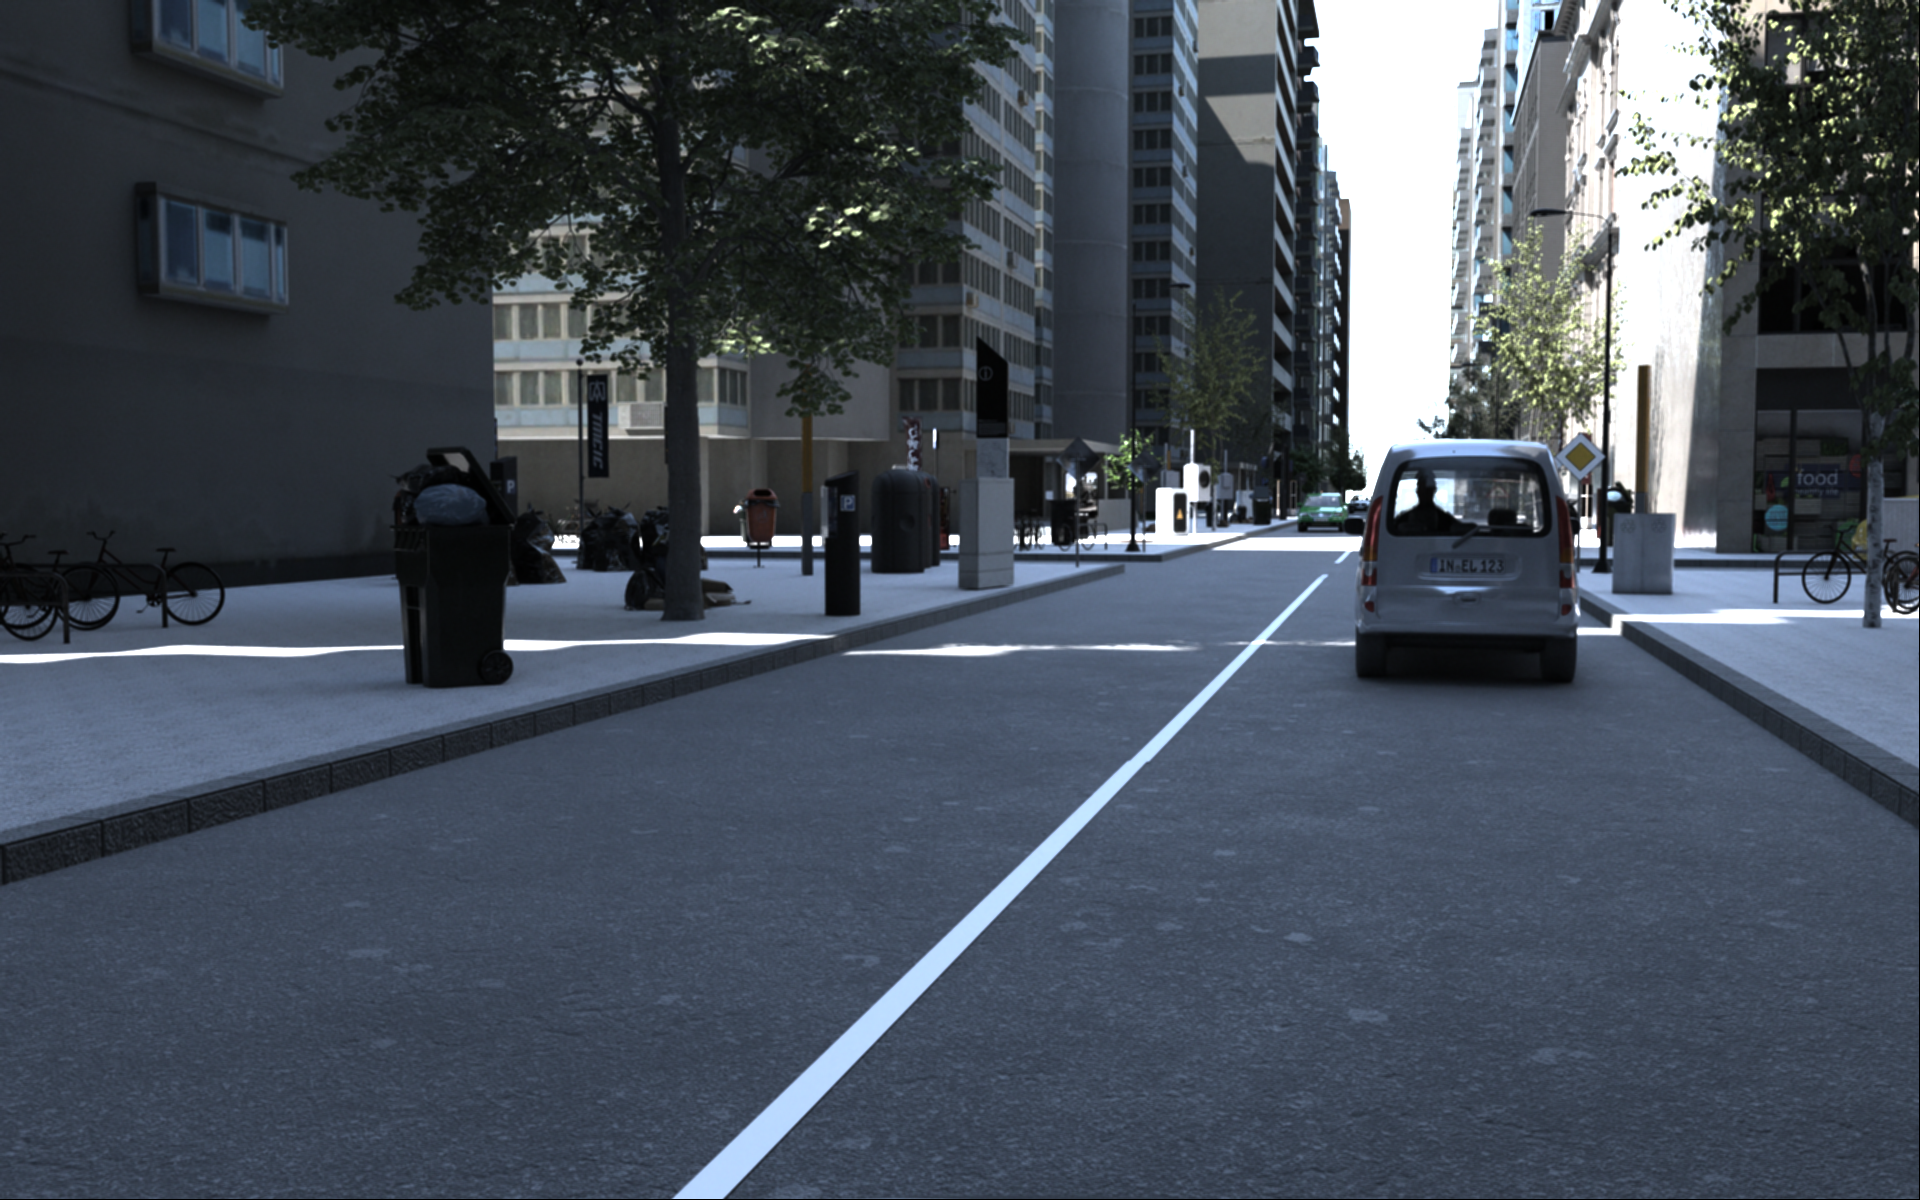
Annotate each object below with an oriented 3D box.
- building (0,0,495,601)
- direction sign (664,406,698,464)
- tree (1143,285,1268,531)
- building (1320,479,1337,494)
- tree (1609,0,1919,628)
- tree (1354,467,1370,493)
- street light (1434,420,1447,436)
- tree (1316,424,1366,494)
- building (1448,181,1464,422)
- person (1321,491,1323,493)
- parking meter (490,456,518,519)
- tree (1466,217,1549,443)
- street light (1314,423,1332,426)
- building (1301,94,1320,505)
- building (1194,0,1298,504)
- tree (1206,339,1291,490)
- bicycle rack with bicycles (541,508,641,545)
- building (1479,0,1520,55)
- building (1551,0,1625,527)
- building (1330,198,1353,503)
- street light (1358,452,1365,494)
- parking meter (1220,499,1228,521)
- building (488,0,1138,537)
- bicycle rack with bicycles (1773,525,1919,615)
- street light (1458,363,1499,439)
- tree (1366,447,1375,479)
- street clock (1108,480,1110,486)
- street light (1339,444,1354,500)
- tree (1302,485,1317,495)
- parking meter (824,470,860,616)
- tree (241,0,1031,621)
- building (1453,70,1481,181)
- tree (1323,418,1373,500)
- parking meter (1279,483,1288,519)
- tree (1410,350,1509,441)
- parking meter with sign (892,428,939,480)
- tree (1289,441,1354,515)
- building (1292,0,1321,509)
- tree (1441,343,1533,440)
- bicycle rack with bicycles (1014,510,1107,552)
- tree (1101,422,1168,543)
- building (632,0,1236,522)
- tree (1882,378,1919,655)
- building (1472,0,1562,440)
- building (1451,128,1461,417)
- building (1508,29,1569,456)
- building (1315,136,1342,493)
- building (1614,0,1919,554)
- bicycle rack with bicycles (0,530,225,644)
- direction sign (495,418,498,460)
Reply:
[{"bbox_3d":[-21.015,-24.330,21.495,21.600,48.544,21.300,1,4,14],"label":"building"},{"bbox_3d":[-7.215,-3.237,44.919,0.876,3.537,0.379,-1,4,-21],"label":"direction sign"},{"bbox_3d":[8.634,-6.713,60.120,4.737,8.622,4.395,0,3,0],"label":"tree"},{"bbox_3d":[29.300,-31.652,209.390,32.217,40.220,23.993,1,4,14],"label":"building"},{"bbox_3d":[8.552,-4.040,16.421,4.737,8.622,4.395,0,3,0],"label":"tree"},{"bbox_3d":[38.442,-11.612,173.572,4.285,4.588,4.351,0,3,0],"label":"tree"},{"bbox_3d":[30.517,-8.296,108.174,1.470,5.913,1.316,1,4,14],"label":"street light"},{"bbox_3d":[39.102,-14.040,179.914,4.360,8.622,3.978,0,3,0],"label":"tree"},{"bbox_3d":[71.196,-33.205,226.494,14.154,41.232,14.086,1,4,14],"label":"building"},{"bbox_3d":[39.778,-11.118,190.371,1.348,1.812,0.705,0,4,6],"label":"person"},{"bbox_3d":[-7.053,-1.289,26.793,0.255,1.863,0.399,2,4,25],"label":"parking meter"},{"bbox_3d":[15.808,-5.881,46.518,4.737,8.622,4.395,0,3,0],"label":"tree"},{"bbox_3d":[23.434,-8.569,112.637,1.470,5.913,1.316,1,4,14],"label":"street light"},{"bbox_3d":[27.496,-29.724,169.580,14.154,41.232,14.086,1,4,14],"label":"building"},{"bbox_3d":[12.518,-30.595,123.929,21.300,48.544,21.600,1,4,14],"label":"building"},{"bbox_3d":[13.530,-7.989,80.987,4.360,8.622,3.978,0,3,0],"label":"tree"},{"bbox_3d":[-9.595,-1.917,44.723,2.925,0.926,2.852,-1,4,-15],"label":"bicycle rack with bicycles"},{"bbox_3d":[59.663,-33.137,161.400,23.786,49.044,30.456,1,4,14],"label":"building"},{"bbox_3d":[32.265,-17.349,71.053,14.401,28.519,23.554,1,4,14],"label":"building"},{"bbox_3d":[50.429,-37.044,255.772,14.600,45.320,14.200,1,4,14],"label":"building"},{"bbox_3d":[43.945,-13.454,192.509,1.470,5.913,1.316,1,4,14],"label":"street light"},{"bbox_3d":[12.577,-4.531,82.492,0.372,1.533,0.369,0,3,0],"label":"parking meter"},{"bbox_3d":[-10.481,-22.669,62.513,32.217,40.220,23.993,1,4,14],"label":"building"},{"bbox_3d":[10.876,-0.385,19.669,2.925,0.926,2.852,-1,4,-15],"label":"bicycle rack with bicycles"},{"bbox_3d":[18.443,-5.432,61.356,1.470,5.913,1.316,1,4,14],"label":"street light"},{"bbox_3d":[61.197,-19.205,264.367,4.360,8.622,3.978,0,3,0],"label":"tree"},{"bbox_3d":[6.707,-4.353,75.737,0.471,2.002,0.358,2,4,25],"label":"street clock"},{"bbox_3d":[35.441,-11.421,159.275,1.470,5.913,1.316,1,4,14],"label":"street light"},{"bbox_3d":[25.171,-8.035,125.977,1.663,3.219,1.824,0,3,0],"label":"tree"},{"bbox_3d":[-1.245,-0.608,18.346,0.372,1.533,0.369,0,3,0],"label":"parking meter"},{"bbox_3d":[-3.143,-6.087,17.642,7.486,12.596,7.792,0,3,0],"label":"tree"},{"bbox_3d":[80.445,-43.021,245.389,21.231,58.520,28.212,1,4,14],"label":"building"},{"bbox_3d":[37.355,-13.316,168.075,4.737,8.622,4.395,0,3,0],"label":"tree"},{"bbox_3d":[16.642,-5.097,89.042,0.399,1.863,0.255,0,4,5],"label":"parking meter"},{"bbox_3d":[33.485,-10.942,113.320,8.767,10.594,7.601,2,4,26],"label":"tree"},{"bbox_3d":[-1.445,-3.032,45.832,1.738,3.016,0.543,0,4,-8],"label":"parking meter with sign"},{"bbox_3d":[20.957,-7.519,106.648,4.285,4.588,4.351,0,3,0],"label":"tree"},{"bbox_3d":[19.220,-30.238,149.017,22.147,44.769,28.867,1,4,14],"label":"building"},{"bbox_3d":[24.950,-8.036,81.758,4.360,8.622,3.978,0,3,0],"label":"tree"},{"bbox_3d":[2.016,-1.601,39.556,2.852,0.926,2.925,2,4,27],"label":"bicycle rack with bicycles"},{"bbox_3d":[4.531,-3.150,46.109,1.663,3.219,1.824,0,3,0],"label":"tree"},{"bbox_3d":[0.918,-25.081,101.959,32.217,40.220,23.993,1,4,14],"label":"building"},{"bbox_3d":[7.839,-1.123,12.960,1.663,3.219,1.824,0,3,0],"label":"tree"},{"bbox_3d":[51.348,-50.014,130.399,22.319,86.520,31.000,1,4,14],"label":"building"},{"bbox_3d":[69.766,-35.723,203.671,23.786,49.044,30.456,1,4,14],"label":"building"},{"bbox_3d":[38.002,-18.408,94.485,14.314,27.812,24.014,1,4,14],"label":"building"},{"bbox_3d":[39.822,-37.623,234.749,23.786,49.044,30.456,1,4,14],"label":"building"},{"bbox_3d":[35.134,-14.498,41.558,34.151,26.468,19.350,1,4,14],"label":"building"},{"bbox_3d":[-8.683,-0.152,15.875,2.925,0.926,2.852,0,4,2],"label":"bicycle rack with bicycles"},{"bbox_3d":[-14.225,-3.646,51.614,0.876,3.537,0.379,-1,4,-15],"label":"direction sign"}]
